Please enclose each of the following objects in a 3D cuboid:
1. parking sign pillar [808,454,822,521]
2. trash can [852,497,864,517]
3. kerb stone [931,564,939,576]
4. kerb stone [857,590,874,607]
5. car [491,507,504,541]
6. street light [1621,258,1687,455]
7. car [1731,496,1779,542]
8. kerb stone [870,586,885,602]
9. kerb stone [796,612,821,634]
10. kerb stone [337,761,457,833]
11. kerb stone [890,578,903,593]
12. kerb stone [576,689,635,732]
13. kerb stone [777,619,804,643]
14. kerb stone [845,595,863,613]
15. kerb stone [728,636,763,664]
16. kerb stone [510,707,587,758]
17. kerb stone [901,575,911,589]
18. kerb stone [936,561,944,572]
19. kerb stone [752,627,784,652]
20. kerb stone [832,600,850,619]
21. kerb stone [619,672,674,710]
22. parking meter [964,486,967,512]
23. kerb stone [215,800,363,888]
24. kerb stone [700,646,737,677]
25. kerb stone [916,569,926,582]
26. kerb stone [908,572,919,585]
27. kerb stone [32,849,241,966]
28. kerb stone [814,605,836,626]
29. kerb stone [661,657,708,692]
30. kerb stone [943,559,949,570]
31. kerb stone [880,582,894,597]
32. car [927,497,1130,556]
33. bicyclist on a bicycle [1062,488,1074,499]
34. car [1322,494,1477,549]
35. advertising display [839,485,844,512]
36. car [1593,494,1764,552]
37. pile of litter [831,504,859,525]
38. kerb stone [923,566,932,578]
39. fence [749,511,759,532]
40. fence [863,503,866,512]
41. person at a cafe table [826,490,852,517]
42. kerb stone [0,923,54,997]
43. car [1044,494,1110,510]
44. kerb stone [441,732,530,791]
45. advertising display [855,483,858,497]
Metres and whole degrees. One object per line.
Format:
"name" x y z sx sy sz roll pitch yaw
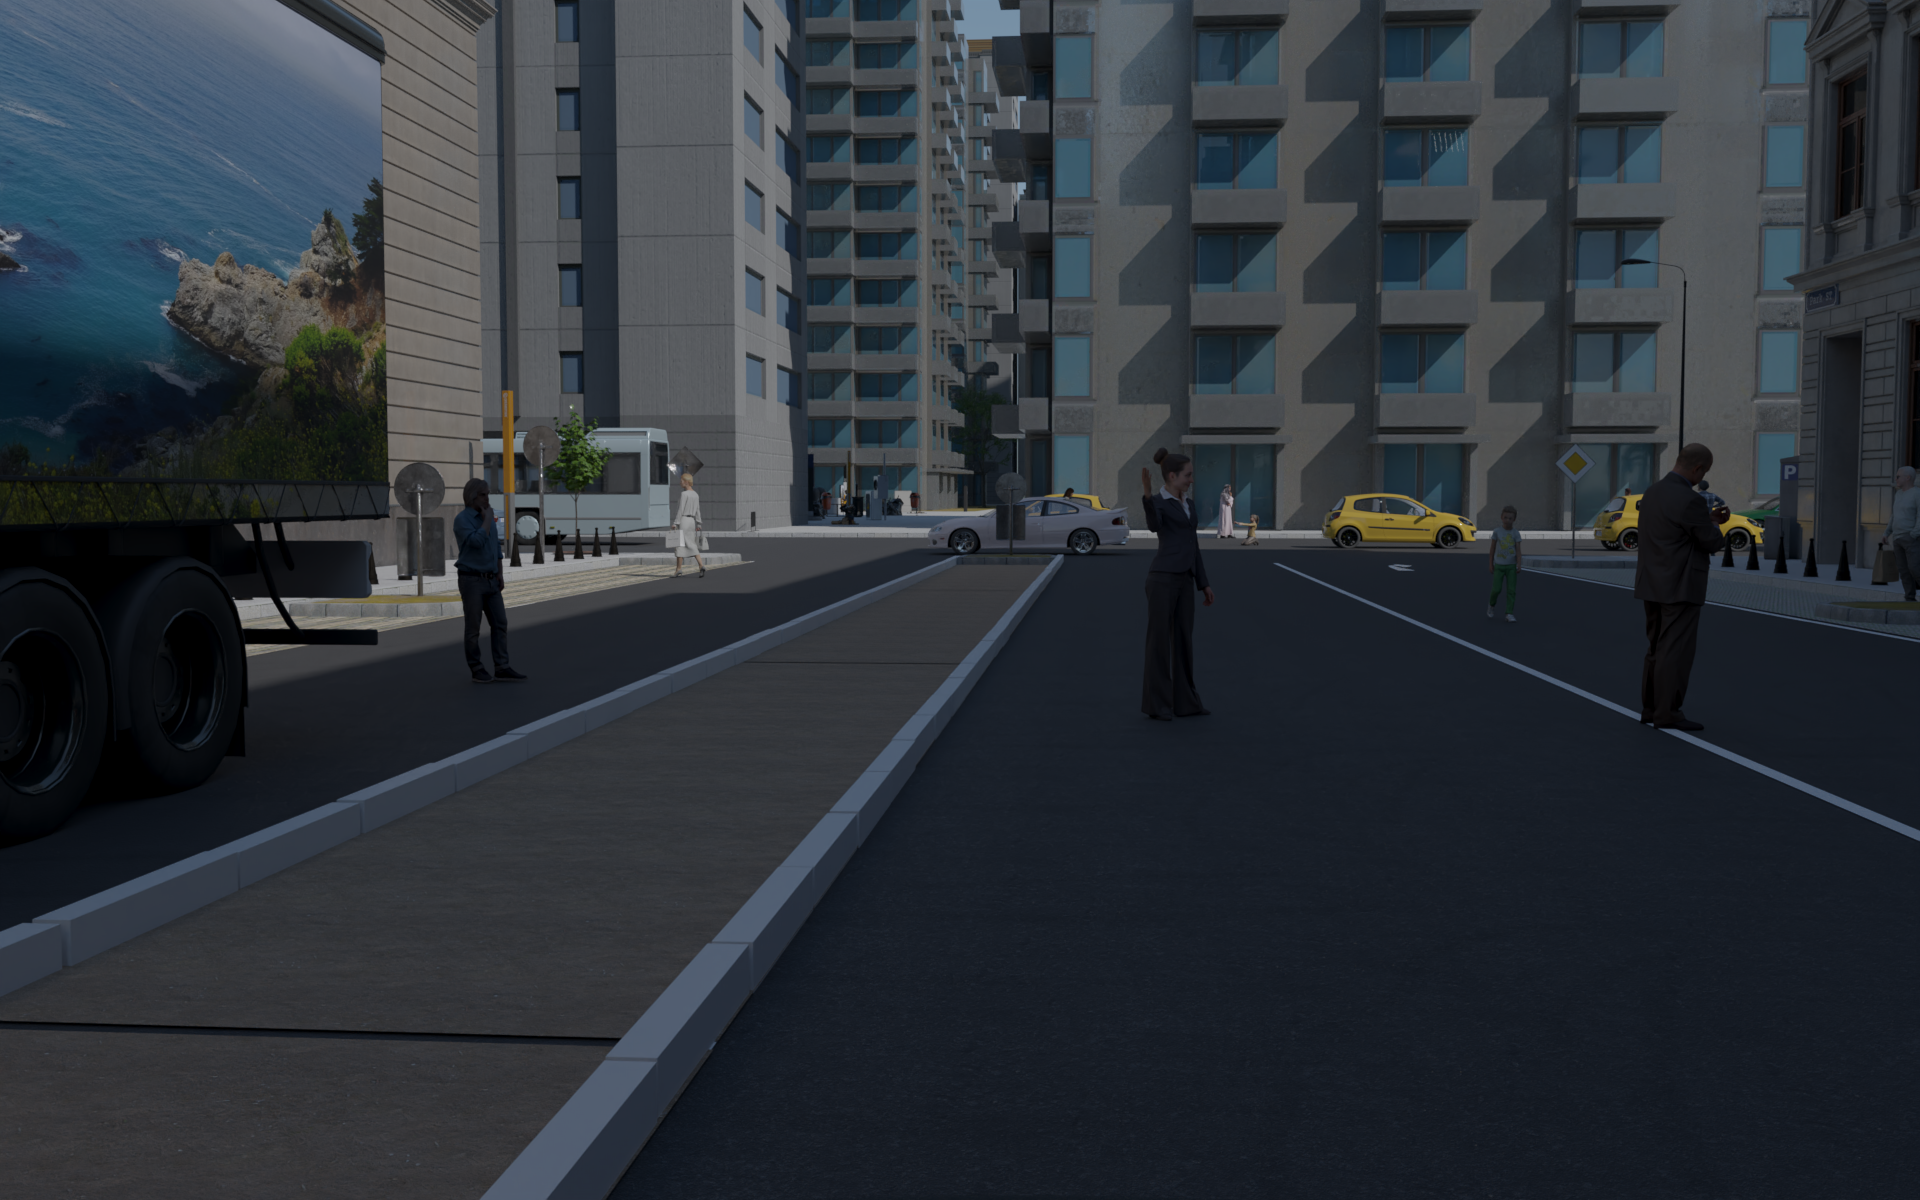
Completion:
"parking sign pillar" -7.405 -5.838 83.928 1.447 3.967 1.447 -1 4 -12
"trash can" -5.624 -5.123 95.417 0.748 1.137 0.748 0 3 0
"kerb stone" -0.530 -0.497 30.314 0.120 0.150 1.000 0 4 5
"kerb stone" -1.262 0.006 22.091 0.120 0.150 1.000 0 4 5
"car" -13.519 -1.931 43.570 4.499 1.417 2.014 0 4 7
"street light" 13.719 -3.775 34.255 1.470 5.913 1.316 0 4 5
"car" 25.034 -2.632 51.831 4.718 1.807 1.959 0 4 6
"kerb stone" -1.161 -0.056 23.113 0.120 0.150 1.000 0 4 5
"kerb stone" -1.613 0.257 17.995 0.120 0.150 1.000 0 4 5
"kerb stone" -2.511 0.883 7.760 0.120 0.150 1.000 0 4 5
"kerb stone" -0.981 -0.183 25.184 0.120 0.150 1.000 0 4 5
"kerb stone" -2.244 0.702 10.832 0.120 0.150 1.000 0 4 5
"kerb stone" -1.702 0.324 16.974 0.120 0.150 1.000 0 4 5
"kerb stone" -1.345 0.069 21.070 0.120 0.150 1.000 0 4 5
"kerb stone" -1.879 0.445 14.930 0.120 0.150 1.000 0 4 5
"kerb stone" -2.334 0.758 9.802 0.120 0.150 1.000 0 4 5
"kerb stone" -0.890 -0.245 26.205 0.120 0.150 1.000 0 4 5
"kerb stone" -0.441 -0.559 31.343 0.120 0.150 1.000 0 4 5
"kerb stone" -1.801 0.382 15.954 0.120 0.150 1.000 0 4 5
"kerb stone" -1.433 0.132 20.041 0.120 0.150 1.000 0 4 5
"kerb stone" -2.164 0.638 11.864 0.120 0.150 1.000 0 4 5
"parking meter" 0.401 -7.328 125.516 0.255 1.863 0.399 0 4 3
"kerb stone" -2.609 0.952 6.741 0.120 0.150 1.000 0 4 5
"kerb stone" -1.979 0.510 13.911 0.120 0.150 1.000 0 4 5
"kerb stone" -0.710 -0.368 28.263 0.120 0.150 1.000 0 4 5
"kerb stone" -0.799 -0.308 27.236 0.120 0.150 1.000 0 4 5
"kerb stone" -2.694 1.008 5.719 0.120 0.150 1.000 0 4 5
"kerb stone" -1.525 0.194 19.017 0.120 0.150 1.000 0 4 5
"kerb stone" -2.067 0.569 12.890 0.120 0.150 1.000 0 4 5
"kerb stone" -0.351 -0.619 32.377 0.120 0.150 1.000 0 4 5
"kerb stone" -1.072 -0.119 24.154 0.120 0.150 1.000 0 4 5
"car" 1.627 -1.772 41.338 4.827 1.381 2.083 0 4 5
"bicyclist on a bicycle" 3.154 -2.383 48.978 1.625 1.676 1.499 0 4 4
"car" 11.671 -2.193 46.074 3.980 1.641 2.015 0 4 6
"advertising display" -8.239 -7.070 120.809 0.123 1.923 0.974 1 4 10
"car" 18.186 -2.057 43.849 3.980 1.641 2.015 0 4 4
"pile of litter" -4.843 -3.593 72.711 1.176 0.858 1.719 -1 4 -8
"kerb stone" -0.621 -0.432 29.290 0.120 0.150 1.000 0 4 5
"fence" -7.070 -2.683 59.240 0.278 0.683 2.069 0 4 -2
"fence" -6.186 -5.791 110.061 0.278 0.683 2.069 2 4 24
"person at a cafe table" -6.703 -5.489 98.257 1.622 1.524 1.698 -3 4 -38
"kerb stone" -2.793 1.074 4.694 0.120 0.150 1.000 0 4 5
"car" 2.841 -2.667 53.823 3.980 1.641 2.015 0 4 5
"kerb stone" -2.420 0.828 8.781 0.120 0.150 1.000 0 4 5
"advertising display" -6.084 -5.914 101.909 0.123 1.923 0.974 0 4 -5
